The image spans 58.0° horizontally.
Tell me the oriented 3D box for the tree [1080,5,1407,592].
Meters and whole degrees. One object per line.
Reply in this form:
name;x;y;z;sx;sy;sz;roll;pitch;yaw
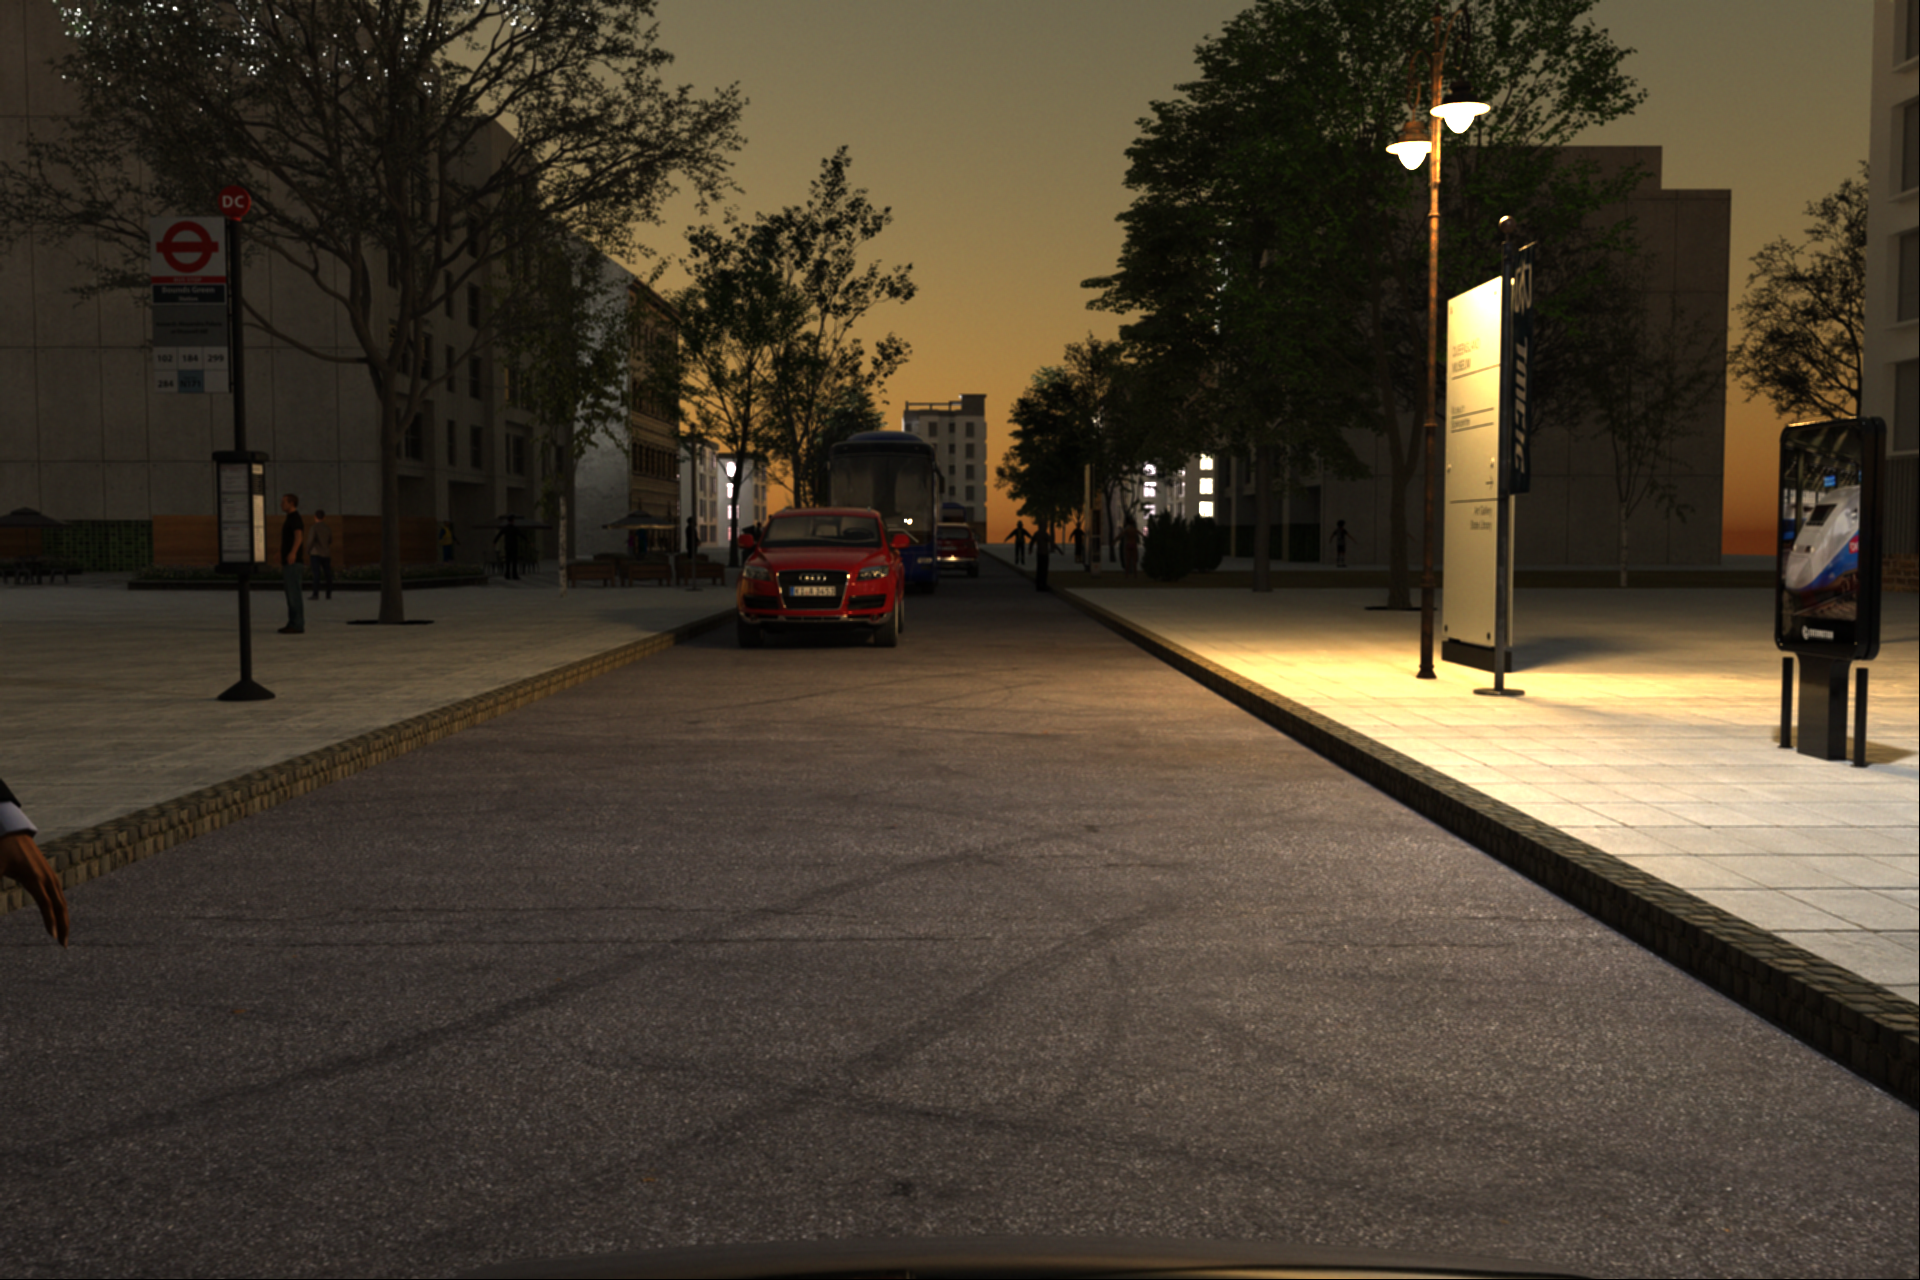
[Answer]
tree;6.333;-7.331;37.990;7.486;12.596;7.792;0;3;0

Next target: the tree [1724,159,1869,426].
tree;29.103;-8.850;55.073;12.009;13.543;11.850;0;3;0

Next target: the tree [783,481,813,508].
tree;-21.095;-17.257;232.518;4.360;8.622;3.978;0;3;0

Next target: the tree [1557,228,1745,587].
tree;16.213;-5.625;42.326;4.360;8.622;3.978;0;3;0

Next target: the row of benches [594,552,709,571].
row of benches;-10.793;-2.733;60.151;4.104;0.672;1.422;-2;4;-26

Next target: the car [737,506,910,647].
car;-1.811;-0.912;23.589;2.281;1.827;5.304;0;4;0

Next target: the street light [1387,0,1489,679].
street light;4.153;-2.596;15.240;0.468;5.910;1.993;0;4;-1

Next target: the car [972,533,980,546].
car;0.402;-6.700;119.131;1.945;1.707;3.694;0;4;-1

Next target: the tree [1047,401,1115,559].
tree;6.223;-8.586;90.739;4.737;8.622;4.395;0;3;0

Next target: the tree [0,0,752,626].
tree;-8.098;-6.978;24.465;12.009;13.543;11.850;0;3;0

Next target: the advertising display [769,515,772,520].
advertising display;-6.351;-3.264;58.588;0.123;1.923;0.974;0;4;1

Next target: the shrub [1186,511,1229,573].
shrub;7.925;-3.219;56.667;1.661;2.075;1.752;0;3;0

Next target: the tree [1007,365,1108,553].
tree;6.581;-12.144;116.684;7.486;12.596;7.792;0;3;0

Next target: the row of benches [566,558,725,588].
row of benches;-7.825;-1.664;42.665;4.104;0.672;1.422;-2;4;-31

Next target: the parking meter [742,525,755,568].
parking meter;-5.967;-2.475;48.871;0.372;1.533;0.369;0;3;0

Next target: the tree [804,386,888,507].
tree;-8.255;-13.052;131.534;7.486;12.596;7.792;0;3;0

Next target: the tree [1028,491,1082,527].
tree;12.799;-19.150;231.223;7.486;12.596;7.792;0;3;0

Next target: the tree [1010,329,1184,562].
tree;6.764;-8.833;78.831;8.767;10.594;7.601;-3;4;-39

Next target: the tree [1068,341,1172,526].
tree;6.236;-7.033;65.347;4.737;8.622;4.395;0;3;0

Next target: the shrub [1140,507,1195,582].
shrub;5.612;-2.595;46.843;1.690;2.028;1.600;0;3;0

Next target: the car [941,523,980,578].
car;-0.428;-3.051;58.552;2.281;1.827;5.304;0;4;-1

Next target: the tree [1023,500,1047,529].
tree;10.884;-17.605;238.196;4.737;8.622;4.395;0;3;0

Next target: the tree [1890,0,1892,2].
tree;7.285;-3.654;10.110;4.737;8.622;4.395;0;3;0

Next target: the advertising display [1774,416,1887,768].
advertising display;4.959;-0.288;9.916;0.123;1.923;0.974;0;4;0

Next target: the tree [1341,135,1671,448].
tree;16.218;-8.732;53.140;12.009;13.543;11.850;0;3;0

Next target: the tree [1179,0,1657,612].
tree;7.527;-6.318;29.054;9.928;11.665;9.643;0;3;0

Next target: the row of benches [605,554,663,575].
row of benches;-9.961;-2.296;53.010;1.422;0.672;4.104;-2;4;-28

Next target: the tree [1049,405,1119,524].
tree;6.708;-9.141;99.818;4.360;8.622;3.978;0;3;0

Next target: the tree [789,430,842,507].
tree;-9.579;-12.761;143.049;8.767;10.594;7.601;-2;4;-26

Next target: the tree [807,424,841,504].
tree;-8.351;-10.019;114.167;4.737;8.622;4.395;0;3;0

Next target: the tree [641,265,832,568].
tree;-8.519;-8.585;66.121;9.928;11.665;9.643;0;3;0

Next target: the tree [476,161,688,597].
tree;-7.896;-5.181;35.076;4.737;8.622;4.395;0;3;0

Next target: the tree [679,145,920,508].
tree;-7.919;-14.072;85.965;12.611;20.169;13.585;0;3;0

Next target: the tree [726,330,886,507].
tree;-8.926;-11.885;104.693;12.009;13.543;11.850;0;3;0

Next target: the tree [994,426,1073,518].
tree;6.291;-12.016;130.880;8.767;10.594;7.601;1;4;19

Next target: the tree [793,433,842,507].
tree;-9.365;-10.358;119.719;4.737;8.622;4.395;0;3;0

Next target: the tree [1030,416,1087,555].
tree;6.499;-9.650;108.138;4.360;8.622;3.978;0;3;0
